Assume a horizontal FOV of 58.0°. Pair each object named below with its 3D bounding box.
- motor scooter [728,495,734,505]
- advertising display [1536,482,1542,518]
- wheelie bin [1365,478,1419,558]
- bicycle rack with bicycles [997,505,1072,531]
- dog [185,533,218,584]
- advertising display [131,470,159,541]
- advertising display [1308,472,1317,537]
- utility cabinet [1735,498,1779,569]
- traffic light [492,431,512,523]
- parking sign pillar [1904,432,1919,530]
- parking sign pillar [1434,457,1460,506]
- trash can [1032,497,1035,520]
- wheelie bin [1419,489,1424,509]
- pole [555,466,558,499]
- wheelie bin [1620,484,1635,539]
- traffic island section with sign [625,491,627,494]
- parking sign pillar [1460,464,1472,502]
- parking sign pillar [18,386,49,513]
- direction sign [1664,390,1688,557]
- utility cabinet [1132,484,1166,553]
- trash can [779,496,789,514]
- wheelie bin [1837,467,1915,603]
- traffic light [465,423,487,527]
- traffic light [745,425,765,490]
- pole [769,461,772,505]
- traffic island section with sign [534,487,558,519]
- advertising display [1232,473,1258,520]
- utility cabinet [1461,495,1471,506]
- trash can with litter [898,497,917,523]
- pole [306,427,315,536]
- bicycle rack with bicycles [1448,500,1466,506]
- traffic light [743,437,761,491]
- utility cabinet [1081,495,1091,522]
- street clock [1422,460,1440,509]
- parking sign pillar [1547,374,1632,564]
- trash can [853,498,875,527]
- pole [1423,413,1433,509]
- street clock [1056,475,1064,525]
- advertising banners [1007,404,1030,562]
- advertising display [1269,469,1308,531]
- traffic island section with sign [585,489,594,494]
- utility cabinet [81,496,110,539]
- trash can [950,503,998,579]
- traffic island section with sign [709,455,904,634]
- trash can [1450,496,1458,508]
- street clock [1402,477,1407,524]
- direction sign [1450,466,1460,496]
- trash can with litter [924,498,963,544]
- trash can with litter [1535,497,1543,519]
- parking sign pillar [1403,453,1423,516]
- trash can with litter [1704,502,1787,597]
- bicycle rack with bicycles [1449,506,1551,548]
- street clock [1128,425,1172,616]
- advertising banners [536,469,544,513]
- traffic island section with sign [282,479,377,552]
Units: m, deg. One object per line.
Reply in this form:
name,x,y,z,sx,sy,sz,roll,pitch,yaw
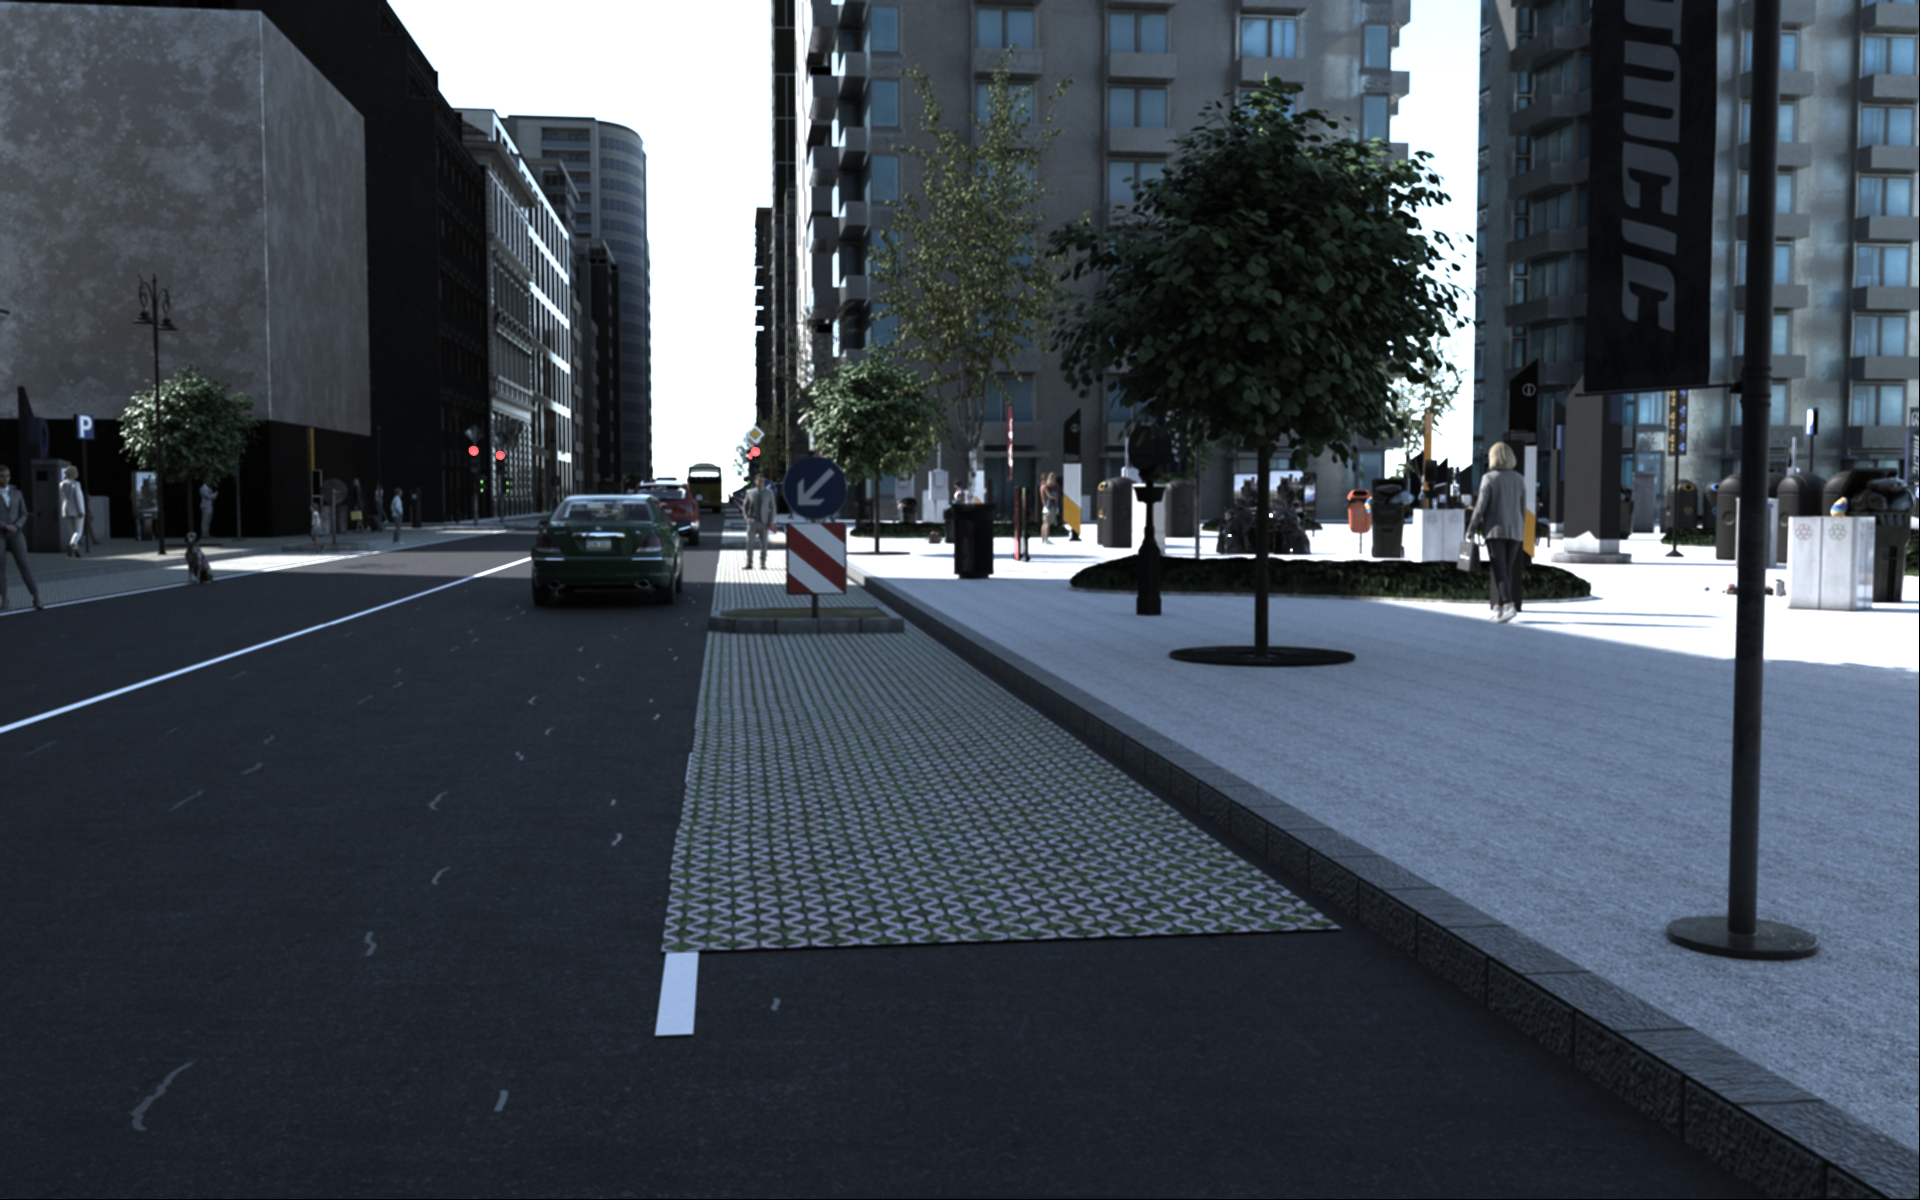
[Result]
motor scooter,-28.924,-12.630,219.275,0.815,1.314,1.986,-1,4,-9
advertising display,30.228,-5.274,91.451,0.123,1.923,0.974,-3,5,-44
wheelie bin,8.630,-1.645,34.801,0.980,1.594,0.693,1,4,17
bicycle rack with bicycles,2.589,-2.798,59.132,2.925,0.926,2.852,-1,4,-16
dog,-12.123,-0.675,27.871,0.800,0.831,0.513,-3,5,-42
advertising display,-22.324,-2.585,47.485,0.123,1.923,0.974,1,4,11
advertising display,10.130,-2.842,51.676,0.974,1.923,0.123,0,4,8
utility cabinet,13.798,-1.151,29.974,1.020,1.237,0.306,-3,5,-41
traffic light,-20.189,-5.346,76.320,0.839,4.253,0.868,0,4,-8
parking sign pillar,30.097,-4.007,53.993,1.447,3.967,1.447,-1,4,-14
parking sign pillar,35.306,-8.459,126.772,1.447,3.967,1.447,-2,4,-27
trash can,3.724,-4.234,80.876,0.748,1.137,0.748,0,3,0
wheelie bin,15.847,-3.079,58.252,0.980,1.594,0.693,-2,4,-23
pole,-29.765,-8.185,127.671,0.158,3.312,0.155,0,3,0
wheelie bin,18.621,-2.529,49.259,0.693,1.594,0.980,-1,4,-13
traffic island section with sign,-33.447,-10.191,175.250,1.989,1.847,2.006,0,4,-8
parking sign pillar,41.817,-9.445,142.903,1.447,3.967,1.447,0,4,1
parking sign pillar,-23.554,-3.402,44.098,1.447,3.967,1.447,-1,4,-17
direction sign,14.604,-2.648,35.297,0.379,3.537,0.876,0,4,1
utility cabinet,4.043,-1.734,37.035,0.318,1.500,1.173,-1,4,-16
trash can,-11.469,-6.184,112.755,0.748,1.137,0.748,0,3,0
wheelie bin,10.918,-0.780,20.667,0.980,1.594,0.693,-1,4,-15
traffic light,-19.131,-4.861,68.405,0.839,4.253,0.868,0,4,-8
traffic light,-8.268,-4.951,69.868,0.839,4.253,0.868,0,4,-8
pole,-11.782,-6.978,107.930,0.158,3.312,0.155,0,3,0
traffic island section with sign,-23.278,-5.535,99.124,1.989,1.847,2.006,0,4,-8
advertising display,8.701,-2.873,52.193,0.974,1.923,0.123,0,4,5
utility cabinet,40.652,-7.820,139.022,1.020,1.237,0.306,-3,5,-39
trash can with litter,-1.755,-2.951,59.637,0.624,1.170,1.055,0,4,6
pole,-19.897,-3.625,53.118,0.158,3.312,0.155,0,3,0
bicycle rack with bicycles,28.105,-5.244,99.129,2.925,0.926,2.852,0,4,5
traffic light,-9.326,-5.435,77.783,0.839,4.253,0.868,0,4,-8
utility cabinet,5.567,-4.255,80.732,1.020,1.237,0.306,-1,4,-22
street clock,9.927,-1.955,36.527,0.358,2.002,0.471,1,4,21
parking sign pillar,11.766,-2.674,32.193,1.447,3.967,1.447,-1,4,-10
trash can,-3.188,-2.821,57.781,0.748,1.137,0.748,0,3,0
pole,11.821,-3.053,43.760,0.158,3.312,0.155,0,3,0
street clock,3.719,-3.672,64.608,0.358,2.002,0.471,1,4,10
advertising banners,1.113,-2.271,33.311,0.090,3.025,2.074,-1,4,-9
advertising display,8.427,-2.423,44.831,0.974,1.923,0.123,0,4,-6
traffic island section with sign,-26.850,-7.169,125.842,1.989,1.847,2.006,0,4,-8
utility cabinet,-25.115,-2.374,49.974,1.020,1.237,0.306,0,4,-3
trash can,0.210,-0.901,26.392,0.748,1.137,0.748,0,3,0
traffic island section with sign,-1.689,-0.606,18.540,1.989,1.847,2.006,0,4,-8
trash can,38.377,-7.524,134.664,0.748,1.137,0.748,0,3,0
street clock,18.967,-4.265,74.301,0.358,2.002,0.471,2,4,35
direction sign,40.399,-9.143,141.489,0.876,3.537,0.379,-1,4,-13
trash can with litter,-0.375,-2.047,44.852,1.055,1.170,0.624,-1,4,-13
trash can with litter,22.688,-3.535,69.186,1.055,1.170,0.624,-2,4,-24
parking sign pillar,27.139,-7.027,103.370,1.447,3.967,1.447,0,3,0
trash can with litter,10.578,-0.698,22.468,1.678,1.210,2.233,3,4,38
bicycle rack with bicycles,13.234,-1.754,42.061,2.852,0.926,2.925,1,4,20
street clock,2.007,-0.843,18.349,0.358,2.002,0.471,-2,4,-34
advertising banners,-28.540,-7.445,117.913,0.090,3.025,2.074,0,4,0
traffic island section with sign,-15.869,-2.147,43.735,1.989,1.847,2.006,0,4,-8
